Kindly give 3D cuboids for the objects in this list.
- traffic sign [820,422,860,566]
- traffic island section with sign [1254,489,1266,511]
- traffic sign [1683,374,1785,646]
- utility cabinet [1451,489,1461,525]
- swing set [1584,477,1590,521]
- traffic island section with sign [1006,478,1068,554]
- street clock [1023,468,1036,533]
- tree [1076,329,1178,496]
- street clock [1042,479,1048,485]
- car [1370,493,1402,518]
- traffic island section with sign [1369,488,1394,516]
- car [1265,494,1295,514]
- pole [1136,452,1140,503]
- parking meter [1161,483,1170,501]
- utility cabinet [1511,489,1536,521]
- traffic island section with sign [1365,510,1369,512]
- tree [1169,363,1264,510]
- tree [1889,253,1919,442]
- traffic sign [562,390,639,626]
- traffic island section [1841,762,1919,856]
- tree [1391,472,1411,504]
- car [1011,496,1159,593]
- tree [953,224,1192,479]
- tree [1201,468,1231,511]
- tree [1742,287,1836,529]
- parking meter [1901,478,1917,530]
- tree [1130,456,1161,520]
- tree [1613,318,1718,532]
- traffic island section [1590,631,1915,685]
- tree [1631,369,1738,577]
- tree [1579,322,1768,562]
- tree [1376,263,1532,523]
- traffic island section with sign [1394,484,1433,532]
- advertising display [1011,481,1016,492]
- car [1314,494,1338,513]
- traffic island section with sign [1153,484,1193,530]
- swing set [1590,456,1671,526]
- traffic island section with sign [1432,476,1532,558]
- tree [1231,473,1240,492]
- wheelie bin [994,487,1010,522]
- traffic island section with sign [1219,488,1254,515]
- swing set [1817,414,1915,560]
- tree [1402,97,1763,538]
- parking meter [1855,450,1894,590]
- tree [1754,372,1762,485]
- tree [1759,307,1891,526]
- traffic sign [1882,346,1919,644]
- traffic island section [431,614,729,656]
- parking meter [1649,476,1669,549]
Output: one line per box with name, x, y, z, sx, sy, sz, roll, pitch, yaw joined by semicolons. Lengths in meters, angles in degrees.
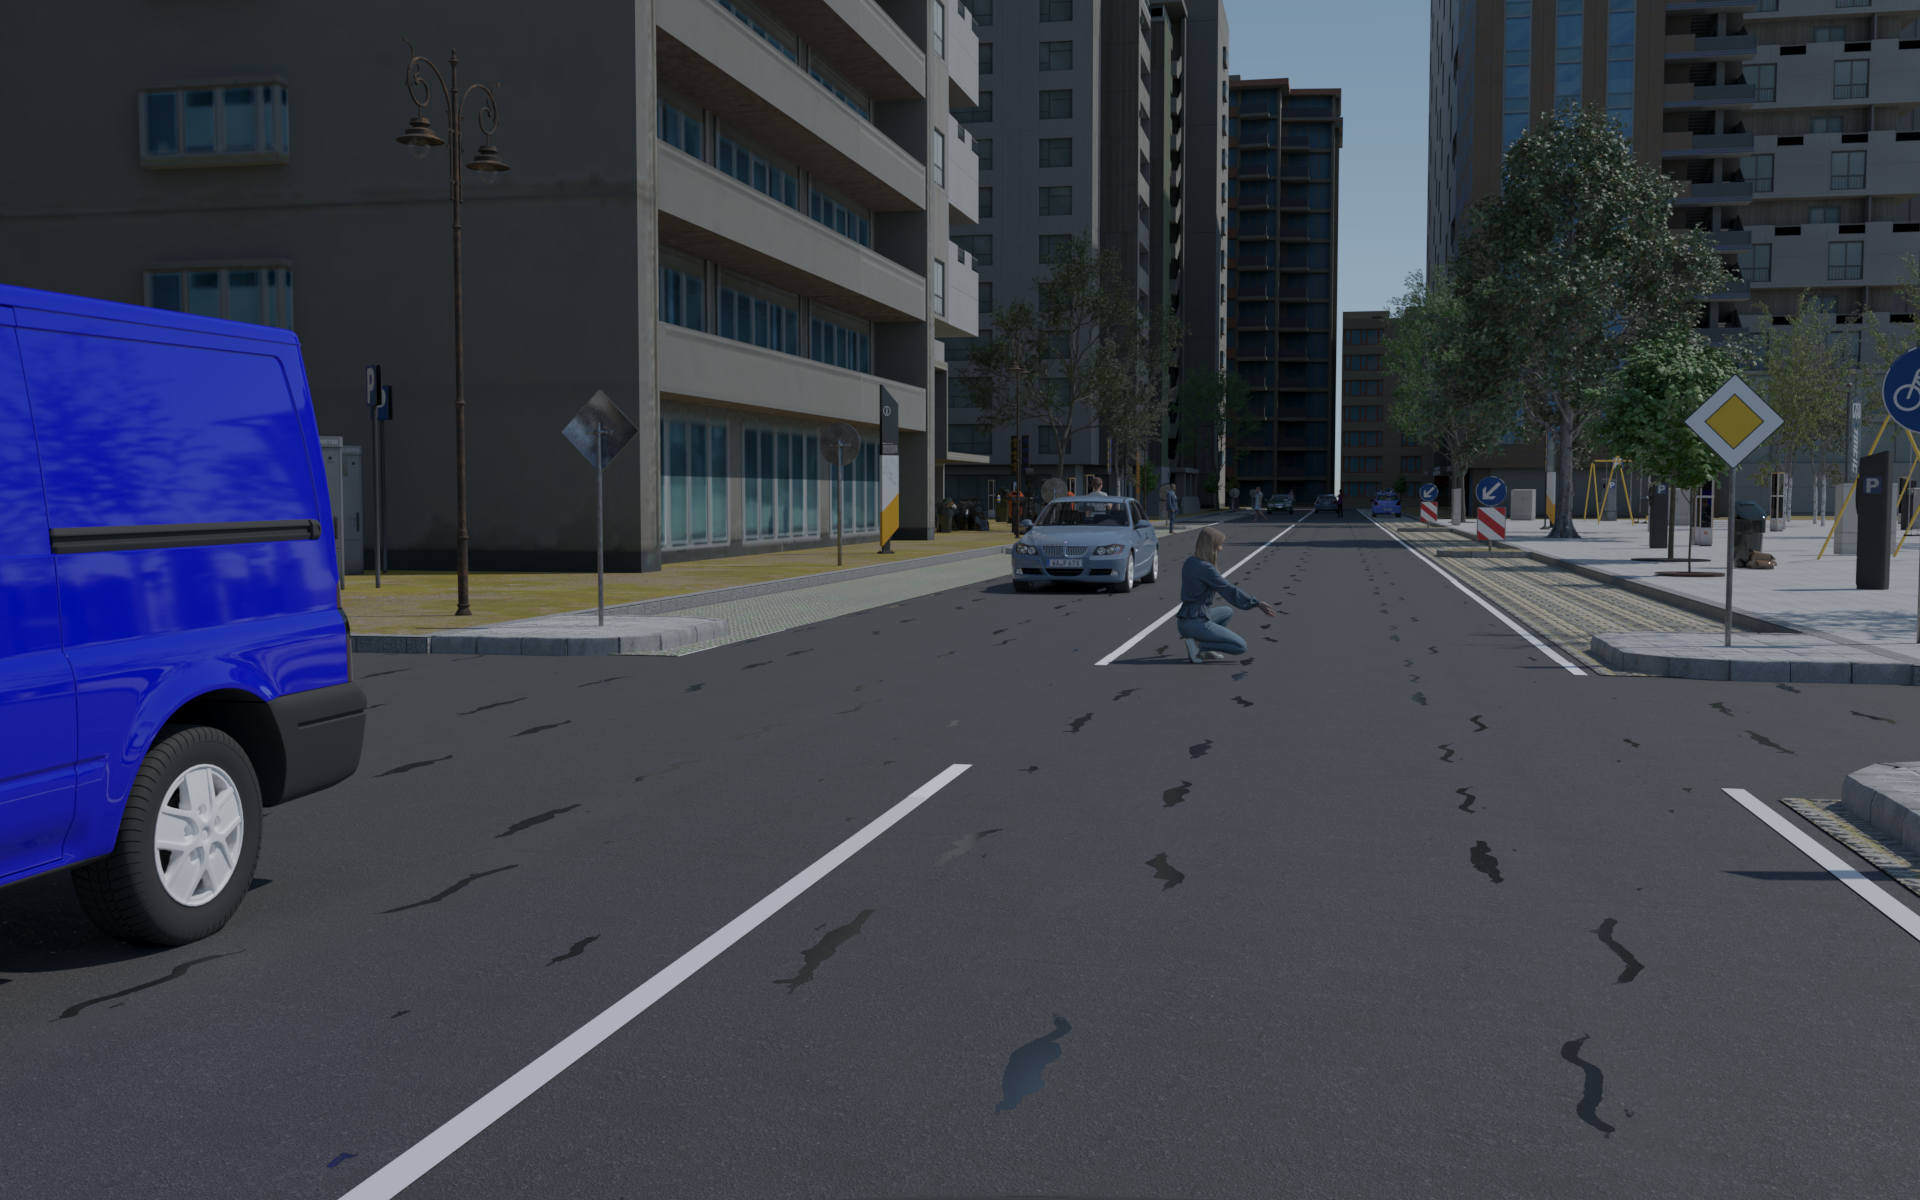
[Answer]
traffic sign;-2.149;-1.880;30.848;0.768;2.556;0.104;1;4;17
traffic island section with sign;24.247;-8.209;142.840;1.989;1.847;2.006;1;4;12
traffic sign;6.479;-0.668;14.560;0.795;2.450;0.064;1;4;12
utility cabinet;20.307;-3.807;70.931;0.318;1.500;1.173;1;4;12
swing set;30.516;-5.036;79.959;3.119;2.851;2.862;0;4;7
traffic island section with sign;2.247;-2.020;41.654;1.989;1.847;2.006;1;4;12
street clock;1.963;-2.720;49.035;0.358;2.002;0.471;0;4;1
tree;7.293;-7.743;76.953;4.360;8.622;3.978;0;3;0
street clock;4.072;-4.785;82.798;0.358;2.002;0.471;1;4;20
car;26.182;-5.919;106.363;1.945;1.707;3.694;1;4;12
traffic island section with sign;28.145;-6.449;114.069;1.989;1.847;2.006;1;4;12
car;23.003;-6.883;124.335;2.131;1.459;4.920;1;4;12
pole;8.571;-5.480;83.436;0.158;3.312;0.155;0;3;0
parking meter;10.702;-5.176;90.335;0.399;1.863;0.255;3;4;38
utility cabinet;26.898;-4.530;82.746;0.318;1.500;1.173;-3;4;-37
traffic island section with sign;33.934;-8.079;140.726;1.989;1.847;2.006;1;4;12
tree;20.329;-12.910;136.826;9.928;11.665;9.643;0;3;0
tree;28.851;-6.168;51.208;4.737;8.622;4.395;0;3;0
traffic sign;-3.479;-0.801;16.738;0.795;2.450;0.064;1;4;12
traffic island section;4.807;0.945;6.829;2.009;0.180;2.903;1;4;12
tree;37.161;-9.235;145.586;1.663;3.219;1.824;0;3;0
car;2.017;-0.906;26.814;2.014;1.417;4.499;1;4;14
tree;3.533;-7.701;60.318;8.767;10.594;7.601;-3;4;-36
tree;19.056;-8.298;130.273;1.663;3.219;1.824;0;3;0
tree;30.065;-6.874;62.751;4.737;8.622;4.395;0;3;0
parking meter;35.549;-3.613;64.784;0.399;1.863;0.255;1;4;18
tree;9.304;-5.669;87.289;1.663;3.219;1.824;0;3;0
tree;23.468;-6.607;58.394;4.360;8.622;3.978;0;3;0
traffic island section;6.504;0.468;14.632;2.009;0.180;2.903;1;4;12
tree;11.331;-1.990;27.146;1.663;3.219;1.824;0;3;0
tree;13.701;-3.021;33.105;4.285;4.588;4.351;0;3;0
tree;22.444;-9.268;77.280;9.928;11.665;9.643;0;3;0
traffic island section with sign;17.649;-3.495;65.771;1.989;1.847;2.006;1;4;12
advertising display;2.778;-5.089;88.411;0.123;1.923;0.974;1;4;14
car;27.698;-7.266;130.800;2.014;1.417;4.499;1;4;13
traffic island section with sign;8.388;-3.750;69.934;1.989;1.847;2.006;1;4;12
swing set;28.348;-4.527;71.637;3.119;2.851;2.862;-1;4;-8
traffic island section with sign;11.911;-1.884;39.431;1.989;1.847;2.006;1;4;12
tree;24.813;-9.889;156.280;1.663;3.219;1.824;0;3;0
wheelie bin;1.960;-4.349;79.013;0.693;1.594;0.980;1;4;12
traffic island section with sign;18.516;-6.598;116.499;1.989;1.847;2.006;1;4;12
swing set;18.876;-2.198;33.560;3.119;2.851;2.862;-2;4;-34
tree;17.815;-8.160;50.431;9.611;12.733;9.660;0;3;0
parking meter;12.277;-1.075;23.281;0.255;1.863;0.399;-3;5;-44
tree;36.444;-7.552;73.842;4.360;8.622;3.978;0;3;0
tree;34.535;-7.227;68.525;4.360;8.622;3.978;0;3;0
traffic sign;8.264;-0.899;14.804;0.768;2.556;0.104;1;4;15
traffic island section;-3.503;0.335;16.805;2.009;0.180;2.903;1;4;12
parking meter;16.443;-2.144;40.772;0.399;1.863;0.255;0;4;3
